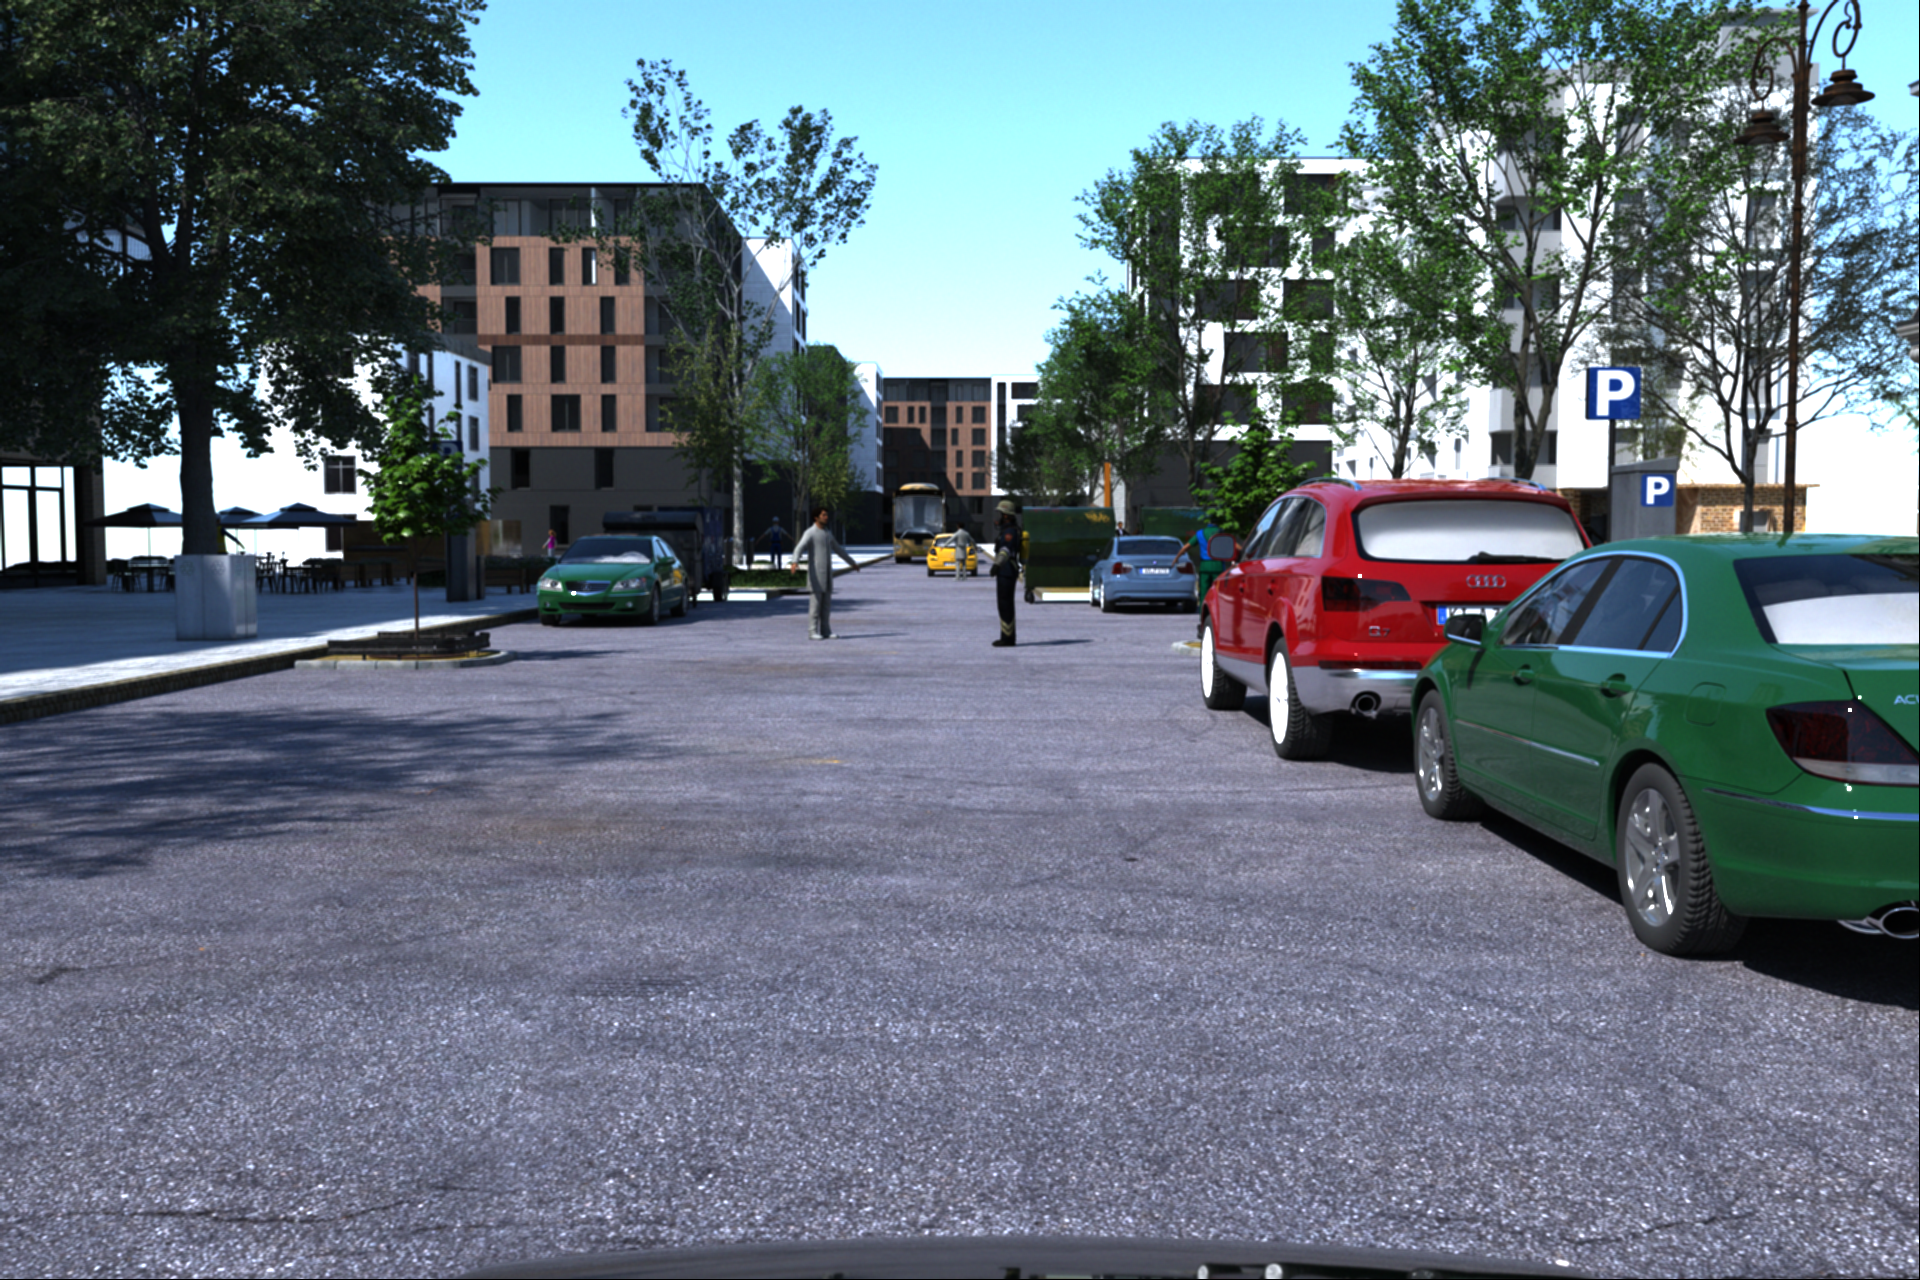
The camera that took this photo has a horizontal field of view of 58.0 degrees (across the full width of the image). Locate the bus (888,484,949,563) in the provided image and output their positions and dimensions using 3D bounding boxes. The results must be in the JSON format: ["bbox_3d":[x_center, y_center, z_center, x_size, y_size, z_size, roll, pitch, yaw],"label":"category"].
[{"bbox_3d":[-2.000,-5.895,87.925,2.896,3.916,12.252,0,4,0],"label":"bus"}]

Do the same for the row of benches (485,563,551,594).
[{"bbox_3d":[-8.969,-1.374,37.934,4.104,0.672,1.422,-3,5,-43],"label":"row of benches"}]

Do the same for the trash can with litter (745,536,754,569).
[{"bbox_3d":[-6.297,-2.579,53.227,1.678,1.210,2.233,0,4,2],"label":"trash can with litter"}]

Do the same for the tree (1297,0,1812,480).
[{"bbox_3d":[9.904,-6.364,29.807,9.928,11.665,9.643,0,3,0],"label":"tree"}]

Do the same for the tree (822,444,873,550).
[{"bbox_3d":[-9.262,-11.558,139.343,4.737,8.622,4.395,0,3,0],"label":"tree"}]

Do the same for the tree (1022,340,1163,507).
[{"bbox_3d":[6.649,-9.896,87.550,9.928,11.665,9.643,0,3,0],"label":"tree"}]

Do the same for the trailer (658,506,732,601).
[{"bbox_3d":[-5.740,-1.796,36.411,1.471,1.999,3.904,0,4,0],"label":"trailer"}]

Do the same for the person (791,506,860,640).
[{"bbox_3d":[-1.885,-0.917,23.633,0.705,1.806,1.347,3,4,37],"label":"person"}]

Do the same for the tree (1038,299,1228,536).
[{"bbox_3d":[6.735,-8.081,66.540,8.767,10.594,7.601,3,5,44],"label":"tree"}]

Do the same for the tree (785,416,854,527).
[{"bbox_3d":[-8.792,-9.656,108.235,4.737,8.622,4.395,0,3,0],"label":"tree"}]

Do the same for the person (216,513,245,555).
[{"bbox_3d":[-17.317,-2.082,40.501,1.216,1.772,0.721,0,4,7],"label":"person"}]

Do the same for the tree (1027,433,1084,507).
[{"bbox_3d":[6.050,-9.964,113.268,4.360,8.622,3.978,0,3,0],"label":"tree"}]

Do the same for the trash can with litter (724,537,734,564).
[{"bbox_3d":[-6.428,-2.339,49.296,1.678,1.210,2.233,0,4,0],"label":"trash can with litter"}]

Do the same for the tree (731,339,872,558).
[{"bbox_3d":[-8.394,-10.140,91.545,9.928,11.665,9.643,0,3,0],"label":"tree"}]

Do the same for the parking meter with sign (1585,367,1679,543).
[{"bbox_3d":[6.819,-1.289,17.331,0.543,3.016,1.738,0,3,0],"label":"parking meter with sign"}]

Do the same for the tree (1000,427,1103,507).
[{"bbox_3d":[6.909,-12.127,132.681,8.767,10.594,7.601,1,4,13],"label":"tree"}]

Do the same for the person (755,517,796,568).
[{"bbox_3d":[-6.049,-3.123,56.916,1.347,1.847,0.705,0,4,-8],"label":"person"}]

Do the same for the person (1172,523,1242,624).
[{"bbox_3d":[3.936,-1.123,26.951,1.347,1.817,0.704,1,4,21],"label":"person"}]

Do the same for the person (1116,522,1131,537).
[{"bbox_3d":[5.922,-3.486,63.720,1.216,1.740,0.721,-1,4,-9],"label":"person"}]

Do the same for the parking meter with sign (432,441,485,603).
[{"bbox_3d":[-9.548,-2.258,33.186,0.543,3.016,1.738,0,3,0],"label":"parking meter with sign"}]

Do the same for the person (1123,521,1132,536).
[{"bbox_3d":[6.587,-3.789,68.079,0.705,1.813,1.348,-2,4,-31],"label":"person"}]

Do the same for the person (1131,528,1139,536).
[{"bbox_3d":[4.214,-1.999,38.828,1.346,1.812,0.704,-3,5,-39],"label":"person"}]

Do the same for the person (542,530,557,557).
[{"bbox_3d":[-14.633,-3.214,61.817,0.599,1.433,0.991,1,4,13],"label":"person"}]

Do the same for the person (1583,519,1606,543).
[{"bbox_3d":[21.202,-3.204,58.574,1.347,1.806,0.705,3,5,44],"label":"person"}]

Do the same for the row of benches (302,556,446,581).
[{"bbox_3d":[-16.067,-1.969,47.651,4.104,0.672,1.422,-1,4,-16],"label":"row of benches"}]

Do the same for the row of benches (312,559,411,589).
[{"bbox_3d":[-14.562,-1.632,42.144,1.422,0.672,4.104,0,4,7],"label":"row of benches"}]

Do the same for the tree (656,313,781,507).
[{"bbox_3d":[-8.459,-6.635,58.847,4.737,8.622,4.395,0,3,0],"label":"tree"}]

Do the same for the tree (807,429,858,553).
[{"bbox_3d":[-8.910,-10.343,119.478,4.737,8.622,4.395,0,3,0],"label":"tree"}]

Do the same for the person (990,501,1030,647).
[{"bbox_3d":[0.565,-0.850,22.138,0.705,1.856,1.354,0,4,7],"label":"person"}]

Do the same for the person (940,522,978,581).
[{"bbox_3d":[0.011,-2.726,53.217,1.347,1.806,0.705,-2,4,-31],"label":"person"}]

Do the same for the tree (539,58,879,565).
[{"bbox_3d":[-10.587,-13.165,71.144,12.611,20.169,13.585,0,3,0],"label":"tree"}]

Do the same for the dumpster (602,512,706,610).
[{"bbox_3d":[-5.877,-1.530,33.229,1.865,1.857,1.264,0,4,0],"label":"dumpster"}]
